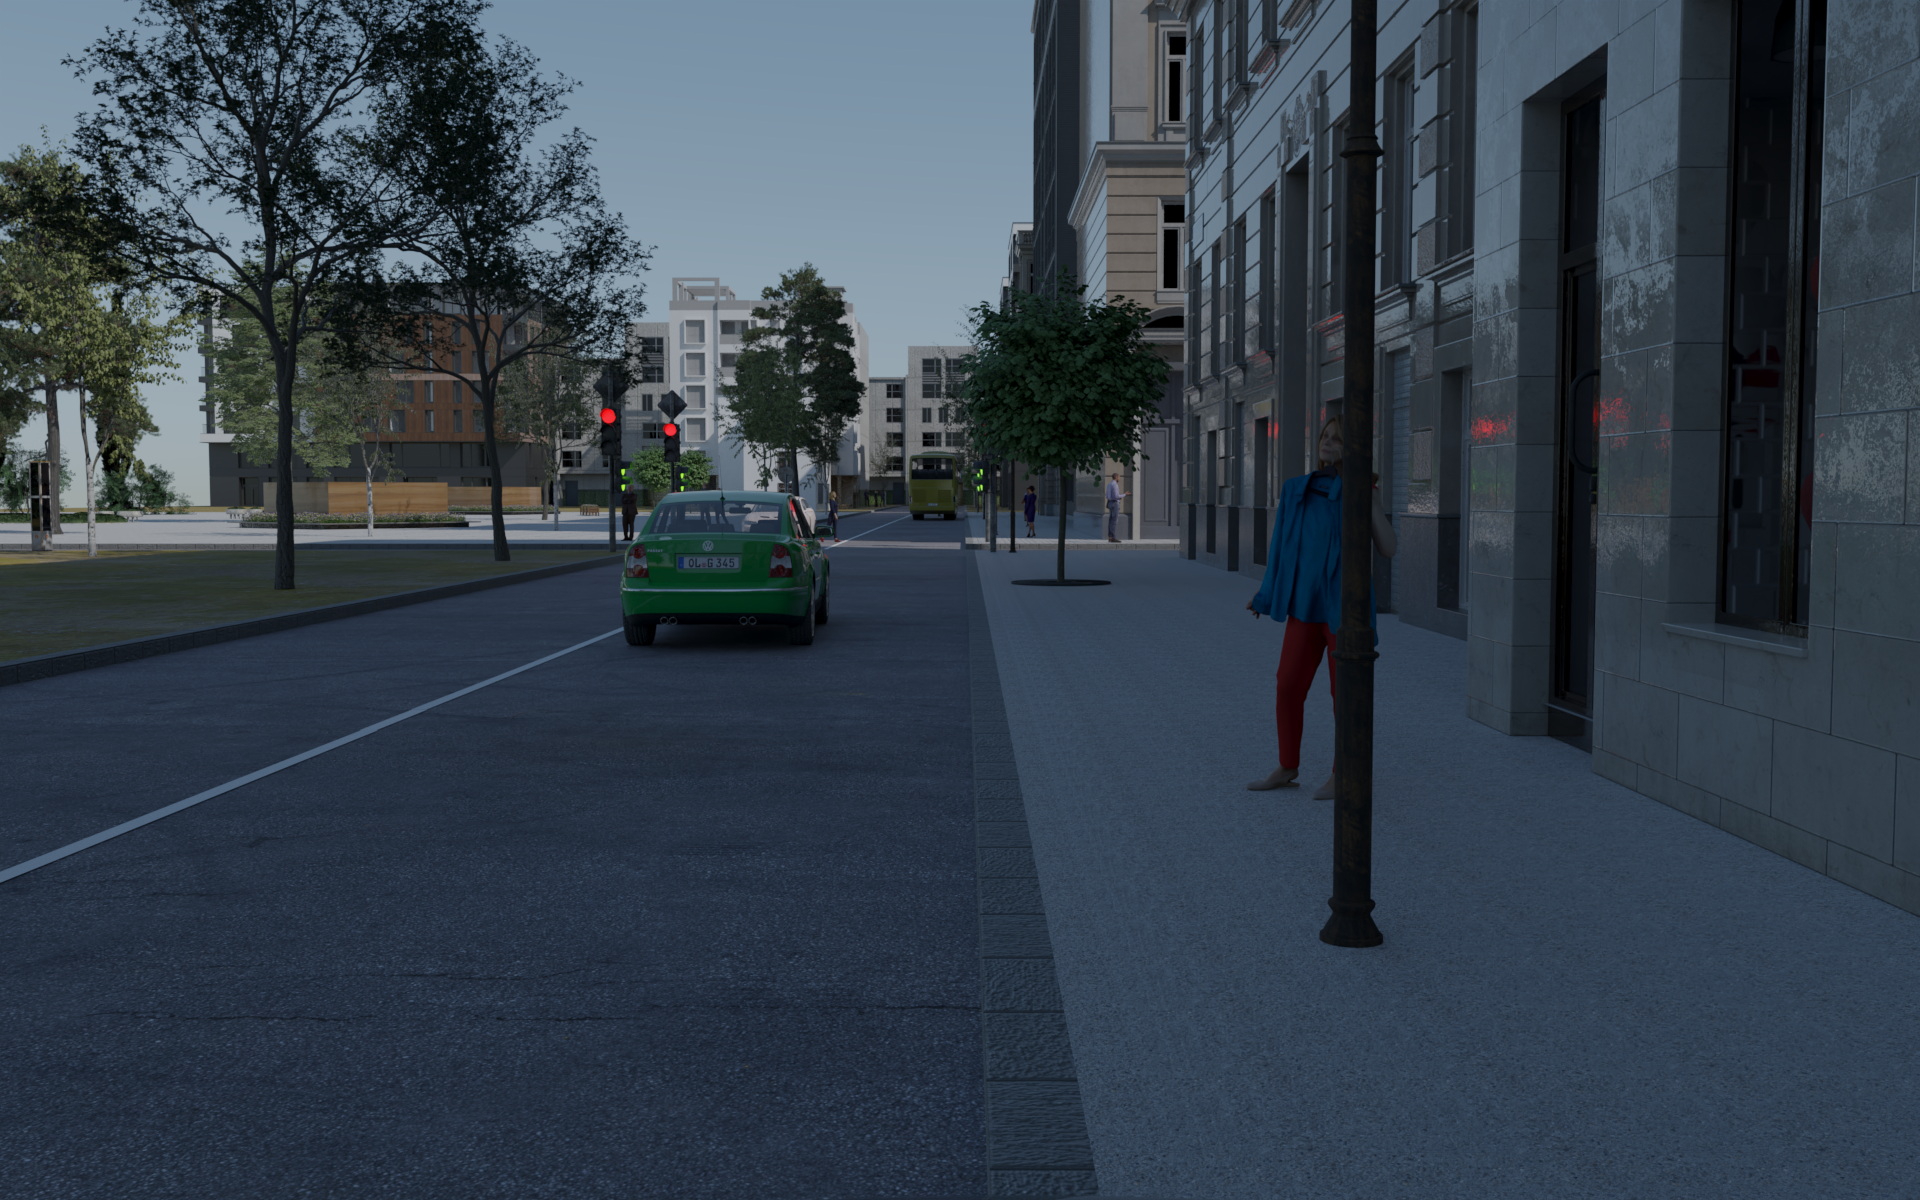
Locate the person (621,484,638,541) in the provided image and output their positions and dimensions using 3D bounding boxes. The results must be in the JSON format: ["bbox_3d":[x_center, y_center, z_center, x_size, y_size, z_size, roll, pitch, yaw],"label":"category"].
[{"bbox_3d":[-9.023,-2.386,47.318,0.482,1.546,0.388,1,4,12],"label":"person"}]

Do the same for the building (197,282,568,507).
[{"bbox_3d":[-58.774,-20.625,181.188,32.646,21.610,27.936,0,3,0],"label":"building"}]

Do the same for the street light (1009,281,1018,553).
[{"bbox_3d":[1.156,-3.973,37.749,0.468,5.910,1.993,0,3,0],"label":"street light"}]

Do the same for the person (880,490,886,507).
[{"bbox_3d":[-7.805,-10.284,175.113,0.541,1.710,0.530,3,5,39],"label":"person"}]

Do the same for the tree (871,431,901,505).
[{"bbox_3d":[-8.812,-15.176,198.497,4.360,8.622,3.978,0,3,0],"label":"tree"}]

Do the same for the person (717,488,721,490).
[{"bbox_3d":[-8.107,-3.058,58.736,0.574,1.496,0.600,-1,4,-18],"label":"person"}]

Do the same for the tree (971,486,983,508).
[{"bbox_3d":[1.917,-9.852,155.673,1.663,3.219,1.824,0,3,0],"label":"tree"}]

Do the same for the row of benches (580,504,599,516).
[{"bbox_3d":[-22.289,-5.424,104.138,1.422,0.672,4.104,-1,4,-19],"label":"row of benches"}]

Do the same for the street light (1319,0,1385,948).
[{"bbox_3d":[1.125,-1.958,4.803,0.468,5.910,1.993,0,3,0],"label":"street light"}]

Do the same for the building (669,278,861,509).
[{"bbox_3d":[-17.119,-18.297,155.578,16.016,20.091,11.380,0,3,0],"label":"building"}]

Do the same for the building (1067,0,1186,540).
[{"bbox_3d":[13.712,-16.381,53.733,20.117,28.700,13.634,0,3,0],"label":"building"}]

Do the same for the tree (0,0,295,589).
[{"bbox_3d":[-8.911,-5.439,23.344,8.767,10.594,7.601,2,4,34],"label":"tree"}]

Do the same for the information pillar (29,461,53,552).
[{"bbox_3d":[-20.532,-2.091,38.685,0.304,2.012,0.304,1,4,16],"label":"information pillar"}]

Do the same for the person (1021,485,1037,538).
[{"bbox_3d":[1.995,-2.610,51.081,0.546,1.535,0.453,1,4,21],"label":"person"}]

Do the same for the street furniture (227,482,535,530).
[{"bbox_3d":[-23.623,-3.590,65.545,11.010,1.723,9.812,3,5,40],"label":"street furniture"}]

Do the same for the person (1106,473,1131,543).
[{"bbox_3d":[4.180,-2.433,45.698,0.599,1.838,0.709,-1,4,-18],"label":"person"}]

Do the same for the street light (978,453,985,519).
[{"bbox_3d":[1.223,-7.011,87.420,0.468,5.910,1.993,0,3,0],"label":"street light"}]

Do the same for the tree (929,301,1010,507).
[{"bbox_3d":[0.987,-7.038,65.429,4.360,8.622,3.978,0,3,0],"label":"tree"}]

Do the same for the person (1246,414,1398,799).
[{"bbox_3d":[1.520,0.028,7.289,0.444,1.614,0.593,-1,4,-22],"label":"person"}]

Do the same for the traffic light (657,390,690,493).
[{"bbox_3d":[-7.632,-3.478,46.102,0.839,4.213,0.868,0,3,0],"label":"traffic light"}]

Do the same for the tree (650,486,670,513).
[{"bbox_3d":[-20.719,-7.564,118.272,1.663,3.219,1.824,0,3,0],"label":"tree"}]

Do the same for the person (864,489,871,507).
[{"bbox_3d":[-9.306,-10.276,174.497,0.683,1.767,0.568,-3,5,-40],"label":"person"}]

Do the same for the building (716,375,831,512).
[{"bbox_3d":[-14.565,-11.845,135.816,9.099,9.664,28.070,0,3,0],"label":"building"}]

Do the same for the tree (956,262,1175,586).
[{"bbox_3d":[1.428,-2.500,24.582,4.285,4.588,4.351,0,3,0],"label":"tree"}]

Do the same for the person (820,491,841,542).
[{"bbox_3d":[-3.867,-2.483,51.636,0.613,1.512,0.480,0,4,-6],"label":"person"}]

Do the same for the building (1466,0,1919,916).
[{"bbox_3d":[8.085,-8.941,0.945,10.420,20.320,16.860,0,3,0],"label":"building"}]

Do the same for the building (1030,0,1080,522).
[{"bbox_3d":[10.581,-17.190,74.557,14.314,27.812,24.014,0,3,0],"label":"building"}]

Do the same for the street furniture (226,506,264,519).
[{"bbox_3d":[-32.812,-4.522,89.559,10.072,0.657,5.734,1,4,18],"label":"street furniture"}]

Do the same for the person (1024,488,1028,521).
[{"bbox_3d":[3.197,-4.520,82.010,0.319,1.574,0.516,0,4,-4],"label":"person"}]

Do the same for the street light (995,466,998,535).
[{"bbox_3d":[1.109,-4.966,53.976,0.468,5.910,1.993,0,3,0],"label":"street light"}]

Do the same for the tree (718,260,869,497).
[{"bbox_3d":[-9.022,-11.427,94.259,7.806,13.903,7.818,0,3,0],"label":"tree"}]

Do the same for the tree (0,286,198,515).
[{"bbox_3d":[-57.544,-12.565,107.257,18.604,14.587,13.155,-2,4,-24],"label":"tree"}]

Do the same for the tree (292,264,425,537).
[{"bbox_3d":[-17.835,-6.199,51.712,4.360,8.622,3.978,0,3,0],"label":"tree"}]

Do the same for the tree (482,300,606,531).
[{"bbox_3d":[-14.390,-6.733,60.443,4.360,8.622,3.978,0,3,0],"label":"tree"}]

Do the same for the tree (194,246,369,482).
[{"bbox_3d":[-30.924,-9.806,78.447,7.486,12.596,7.792,0,3,0],"label":"tree"}]

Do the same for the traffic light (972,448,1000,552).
[{"bbox_3d":[0.729,-3.477,46.100,0.839,4.213,0.868,0,3,0],"label":"traffic light"}]

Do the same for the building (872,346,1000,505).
[{"bbox_3d":[-6.180,-21.333,215.250,31.486,18.905,16.747,0,3,0],"label":"building"}]

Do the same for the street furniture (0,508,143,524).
[{"bbox_3d":[-41.462,-3.723,76.489,10.072,0.657,5.734,0,4,2],"label":"street furniture"}]

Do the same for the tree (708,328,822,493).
[{"bbox_3d":[-8.755,-7.680,75.925,4.737,8.622,4.395,0,3,0],"label":"tree"}]

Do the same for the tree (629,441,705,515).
[{"bbox_3d":[-18.919,-7.561,107.335,4.285,4.588,4.351,0,3,0],"label":"tree"}]

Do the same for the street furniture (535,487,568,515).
[{"bbox_3d":[-29.377,-6.202,108.262,11.010,1.723,9.812,1,4,16],"label":"street furniture"}]

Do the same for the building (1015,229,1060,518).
[{"bbox_3d":[10.549,-17.424,103.966,14.460,24.649,34.723,0,3,0],"label":"building"}]

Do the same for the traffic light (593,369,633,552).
[{"bbox_3d":[-7.649,-2.989,38.117,0.839,4.213,0.868,0,3,0],"label":"traffic light"}]

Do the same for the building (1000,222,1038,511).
[{"bbox_3d":[17.944,-18.513,146.656,27.936,21.610,32.646,0,3,0],"label":"building"}]

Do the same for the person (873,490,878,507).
[{"bbox_3d":[-8.374,-10.131,172.487,0.445,1.727,0.742,0,4,3],"label":"person"}]

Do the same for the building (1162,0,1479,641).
[{"bbox_3d":[10.064,-13.759,22.229,12.463,27.353,25.104,0,3,0],"label":"building"}]

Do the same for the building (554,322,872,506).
[{"bbox_3d":[-26.020,-19.597,186.874,31.486,18.905,16.747,0,3,0],"label":"building"}]

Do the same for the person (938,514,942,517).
[{"bbox_3d":[-1.244,-6.155,110.598,0.517,1.644,0.566,-3,4,-36],"label":"person"}]

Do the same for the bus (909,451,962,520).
[{"bbox_3d":[-1.413,-6.536,98.412,2.896,3.916,12.252,0,4,1],"label":"bus"}]

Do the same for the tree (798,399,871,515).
[{"bbox_3d":[-8.408,-9.583,107.047,4.360,8.622,3.978,0,3,0],"label":"tree"}]

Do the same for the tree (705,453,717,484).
[{"bbox_3d":[-17.681,-7.975,114.104,4.285,4.588,4.351,0,3,0],"label":"tree"}]

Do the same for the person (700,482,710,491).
[{"bbox_3d":[-10.262,-3.838,69.347,0.434,1.755,0.990,3,5,44],"label":"person"}]

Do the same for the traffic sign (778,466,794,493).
[{"bbox_3d":[-8.003,-4.863,79.620,0.768,2.556,0.104,0,4,3],"label":"traffic sign"}]

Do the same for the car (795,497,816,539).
[{"bbox_3d":[-5.425,-2.444,52.321,2.083,1.381,4.827,0,4,1],"label":"car"}]

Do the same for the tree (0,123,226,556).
[{"bbox_3d":[-17.636,-5.204,35.443,4.737,8.622,4.395,0,3,0],"label":"tree"}]

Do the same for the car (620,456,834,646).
[{"bbox_3d":[-2.302,-0.548,17.761,1.959,1.807,4.718,0,4,-1],"label":"car"}]

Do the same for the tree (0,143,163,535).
[{"bbox_3d":[-28.706,-8.108,54.614,6.751,12.117,7.091,0,3,0],"label":"tree"}]

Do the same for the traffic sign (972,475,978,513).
[{"bbox_3d":[1.187,-7.245,118.556,0.768,2.556,0.104,1,4,9],"label":"traffic sign"}]

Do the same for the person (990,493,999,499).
[{"bbox_3d":[2.763,-8.347,143.192,0.721,1.739,1.217,3,5,41],"label":"person"}]
